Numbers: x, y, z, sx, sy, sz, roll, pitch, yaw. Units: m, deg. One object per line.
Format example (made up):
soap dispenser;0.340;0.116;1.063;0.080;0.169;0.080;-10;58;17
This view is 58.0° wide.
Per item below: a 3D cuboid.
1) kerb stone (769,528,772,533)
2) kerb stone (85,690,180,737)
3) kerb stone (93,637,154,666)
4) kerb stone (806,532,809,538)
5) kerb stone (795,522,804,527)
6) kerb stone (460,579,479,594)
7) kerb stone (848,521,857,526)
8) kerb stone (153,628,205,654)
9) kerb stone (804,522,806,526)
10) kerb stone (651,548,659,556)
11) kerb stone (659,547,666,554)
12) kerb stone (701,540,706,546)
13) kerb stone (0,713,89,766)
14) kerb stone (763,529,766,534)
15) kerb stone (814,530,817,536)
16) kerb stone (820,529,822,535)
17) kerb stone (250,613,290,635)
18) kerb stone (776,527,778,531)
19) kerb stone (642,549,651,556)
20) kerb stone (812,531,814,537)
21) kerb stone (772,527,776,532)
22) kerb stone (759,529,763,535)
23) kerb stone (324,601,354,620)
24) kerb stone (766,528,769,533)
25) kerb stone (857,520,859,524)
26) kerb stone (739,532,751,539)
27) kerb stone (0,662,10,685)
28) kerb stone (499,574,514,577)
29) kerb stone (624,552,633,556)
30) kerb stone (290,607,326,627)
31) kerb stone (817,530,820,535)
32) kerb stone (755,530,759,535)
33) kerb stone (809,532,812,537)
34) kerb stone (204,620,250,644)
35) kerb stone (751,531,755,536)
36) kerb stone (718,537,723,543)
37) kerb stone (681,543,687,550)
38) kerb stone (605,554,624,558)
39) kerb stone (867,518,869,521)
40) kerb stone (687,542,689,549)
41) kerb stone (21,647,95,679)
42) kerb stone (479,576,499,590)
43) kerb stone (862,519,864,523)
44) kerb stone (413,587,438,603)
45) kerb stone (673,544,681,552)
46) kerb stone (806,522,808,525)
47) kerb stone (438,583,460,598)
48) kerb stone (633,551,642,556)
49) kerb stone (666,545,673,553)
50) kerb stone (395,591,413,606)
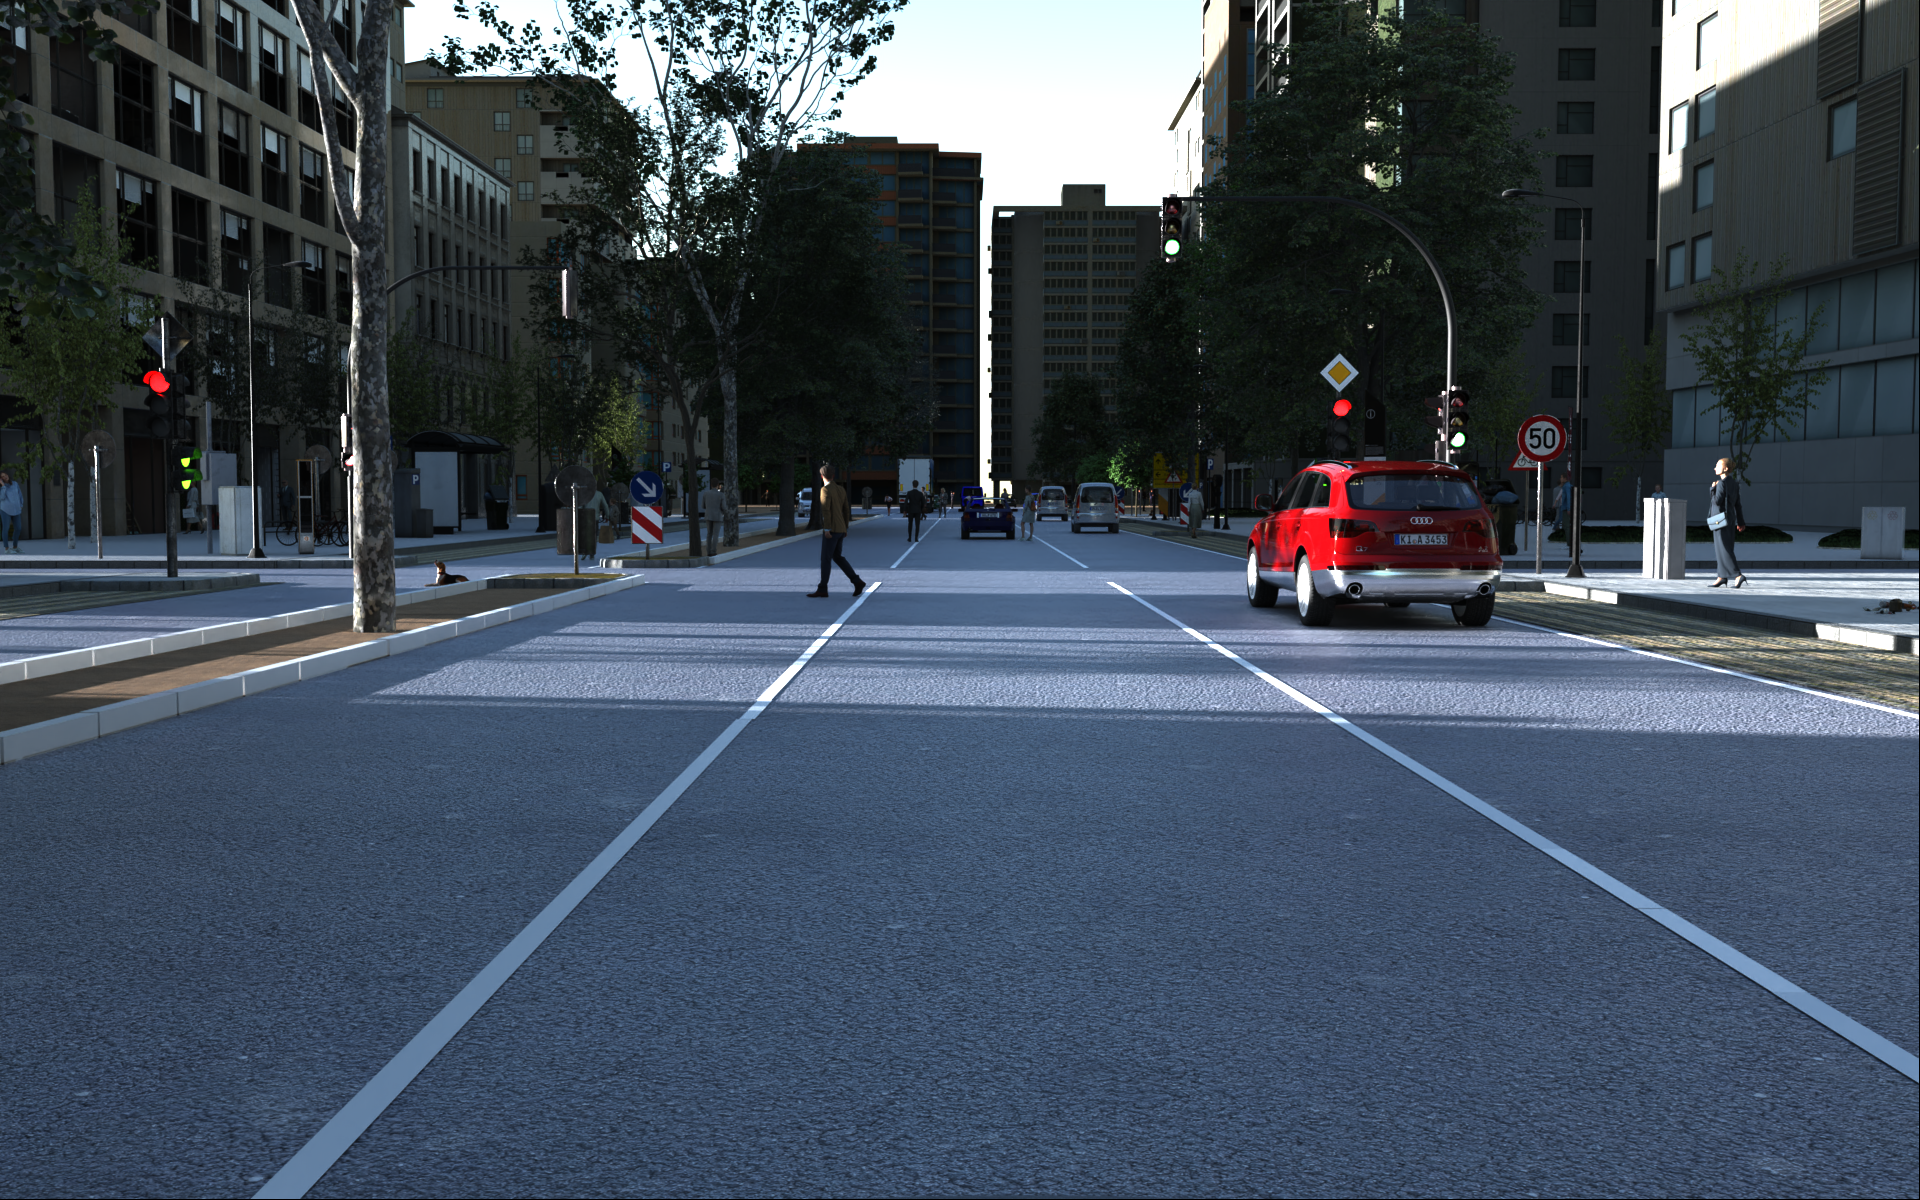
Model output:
kerb stone;-7.087;-2.528;63.521;0.120;0.150;1.000;0;4;0
kerb stone;-5.124;0.703;10.697;0.120;0.150;1.000;0;4;0
kerb stone;-7.213;0.453;14.817;0.120;0.150;1.000;0;4;0
kerb stone;-5.008;-2.020;55.262;0.120;0.150;1.000;0;4;0
kerb stone;-7.061;-3.281;75.843;0.120;0.150;1.000;0;4;0
kerb stone;-7.194;-0.176;25.070;0.120;0.150;1.000;0;4;0
kerb stone;-4.949;-3.527;79.867;0.120;0.150;1.000;0;4;0
kerb stone;-7.207;0.389;15.839;0.120;0.150;1.000;0;4;0
kerb stone;-7.056;-3.344;76.876;0.120;0.150;1.000;0;4;0
kerb stone;-7.150;-1.083;39.904;0.120;0.150;1.000;0;4;0
kerb stone;-7.149;-1.146;40.926;0.120;0.150;1.000;0;4;0
kerb stone;-7.128;-1.584;48.100;0.120;0.150;1.000;0;4;0
kerb stone;-5.123;0.769;9.671;0.120;0.150;1.000;0;4;0
kerb stone;-7.101;-2.397;61.454;0.120;0.150;1.000;0;4;0
kerb stone;-4.998;-2.212;58.358;0.120;0.150;1.000;0;4;0
kerb stone;-4.998;-2.337;60.407;0.120;0.150;1.000;0;4;0
kerb stone;-7.201;0.269;17.883;0.120;0.150;1.000;0;4;0
kerb stone;-7.080;-2.653;65.576;0.120;0.150;1.000;0;4;0
kerb stone;-7.151;-1.021;38.881;0.120;0.150;1.000;0;4;0
kerb stone;-5.012;-2.148;57.323;0.120;0.150;1.000;0;4;0
kerb stone;-7.085;-2.591;64.554;0.120;0.150;1.000;0;4;0
kerb stone;-7.097;-2.338;60.422;0.120;0.150;1.000;0;4;0
kerb stone;-7.198;0.138;19.936;0.120;0.150;1.000;0;4;0
kerb stone;-7.100;-2.464;62.481;0.120;0.150;1.000;0;4;0
kerb stone;-4.946;-3.590;80.889;0.120;0.150;1.000;0;4;0
kerb stone;-7.110;-2.149;57.336;0.120;0.150;1.000;0;4;0
kerb stone;-7.224;0.581;12.766;0.120;0.150;1.000;0;4;0
kerb stone;-7.177;-0.301;27.124;0.120;0.150;1.000;0;4;0
kerb stone;-7.159;-0.894;36.819;0.120;0.150;1.000;0;4;0
kerb stone;-7.199;0.206;18.905;0.120;0.150;1.000;0;4;0
kerb stone;-5.006;-2.273;59.385;0.120;0.150;1.000;0;4;0
kerb stone;-7.095;-2.270;59.394;0.120;0.150;1.000;0;4;0
kerb stone;-5.010;-2.086;56.296;0.120;0.150;1.000;0;4;0
kerb stone;-7.209;0.326;16.861;0.120;0.150;1.000;0;4;0
kerb stone;-7.105;-2.212;58.361;0.120;0.150;1.000;0;4;0
kerb stone;-7.124;-1.772;51.173;0.120;0.150;1.000;0;4;0
kerb stone;-7.137;-1.333;43.997;0.120;0.150;1.000;0;4;0
kerb stone;-7.166;-0.832;35.796;0.120;0.150;1.000;0;4;0
kerb stone;-4.924;-4.092;89.105;0.120;0.150;1.000;0;4;0
kerb stone;-7.136;-1.396;45.019;0.120;0.150;1.000;0;4;0
kerb stone;-7.219;0.514;13.792;0.120;0.150;1.000;0;4;0
kerb stone;-7.182;-0.238;26.092;0.120;0.150;1.000;0;4;0
kerb stone;-4.936;-3.840;84.994;0.120;0.150;1.000;0;4;0
kerb stone;-7.188;-0.045;23.015;0.120;0.150;1.000;0;4;0
kerb stone;-7.138;-1.271;42.972;0.120;0.150;1.000;0;4;0
kerb stone;-7.057;-3.402;77.899;0.120;0.150;1.000;0;4;0
kerb stone;-7.186;-0.113;24.046;0.120;0.150;1.000;0;4;0
kerb stone;-7.161;-0.957;37.852;0.120;0.150;1.000;0;4;0
kerb stone;-7.148;-1.201;41.949;0.120;0.150;1.000;0;4;0
kerb stone;-7.193;0.016;21.987;0.120;0.150;1.000;0;4;0
